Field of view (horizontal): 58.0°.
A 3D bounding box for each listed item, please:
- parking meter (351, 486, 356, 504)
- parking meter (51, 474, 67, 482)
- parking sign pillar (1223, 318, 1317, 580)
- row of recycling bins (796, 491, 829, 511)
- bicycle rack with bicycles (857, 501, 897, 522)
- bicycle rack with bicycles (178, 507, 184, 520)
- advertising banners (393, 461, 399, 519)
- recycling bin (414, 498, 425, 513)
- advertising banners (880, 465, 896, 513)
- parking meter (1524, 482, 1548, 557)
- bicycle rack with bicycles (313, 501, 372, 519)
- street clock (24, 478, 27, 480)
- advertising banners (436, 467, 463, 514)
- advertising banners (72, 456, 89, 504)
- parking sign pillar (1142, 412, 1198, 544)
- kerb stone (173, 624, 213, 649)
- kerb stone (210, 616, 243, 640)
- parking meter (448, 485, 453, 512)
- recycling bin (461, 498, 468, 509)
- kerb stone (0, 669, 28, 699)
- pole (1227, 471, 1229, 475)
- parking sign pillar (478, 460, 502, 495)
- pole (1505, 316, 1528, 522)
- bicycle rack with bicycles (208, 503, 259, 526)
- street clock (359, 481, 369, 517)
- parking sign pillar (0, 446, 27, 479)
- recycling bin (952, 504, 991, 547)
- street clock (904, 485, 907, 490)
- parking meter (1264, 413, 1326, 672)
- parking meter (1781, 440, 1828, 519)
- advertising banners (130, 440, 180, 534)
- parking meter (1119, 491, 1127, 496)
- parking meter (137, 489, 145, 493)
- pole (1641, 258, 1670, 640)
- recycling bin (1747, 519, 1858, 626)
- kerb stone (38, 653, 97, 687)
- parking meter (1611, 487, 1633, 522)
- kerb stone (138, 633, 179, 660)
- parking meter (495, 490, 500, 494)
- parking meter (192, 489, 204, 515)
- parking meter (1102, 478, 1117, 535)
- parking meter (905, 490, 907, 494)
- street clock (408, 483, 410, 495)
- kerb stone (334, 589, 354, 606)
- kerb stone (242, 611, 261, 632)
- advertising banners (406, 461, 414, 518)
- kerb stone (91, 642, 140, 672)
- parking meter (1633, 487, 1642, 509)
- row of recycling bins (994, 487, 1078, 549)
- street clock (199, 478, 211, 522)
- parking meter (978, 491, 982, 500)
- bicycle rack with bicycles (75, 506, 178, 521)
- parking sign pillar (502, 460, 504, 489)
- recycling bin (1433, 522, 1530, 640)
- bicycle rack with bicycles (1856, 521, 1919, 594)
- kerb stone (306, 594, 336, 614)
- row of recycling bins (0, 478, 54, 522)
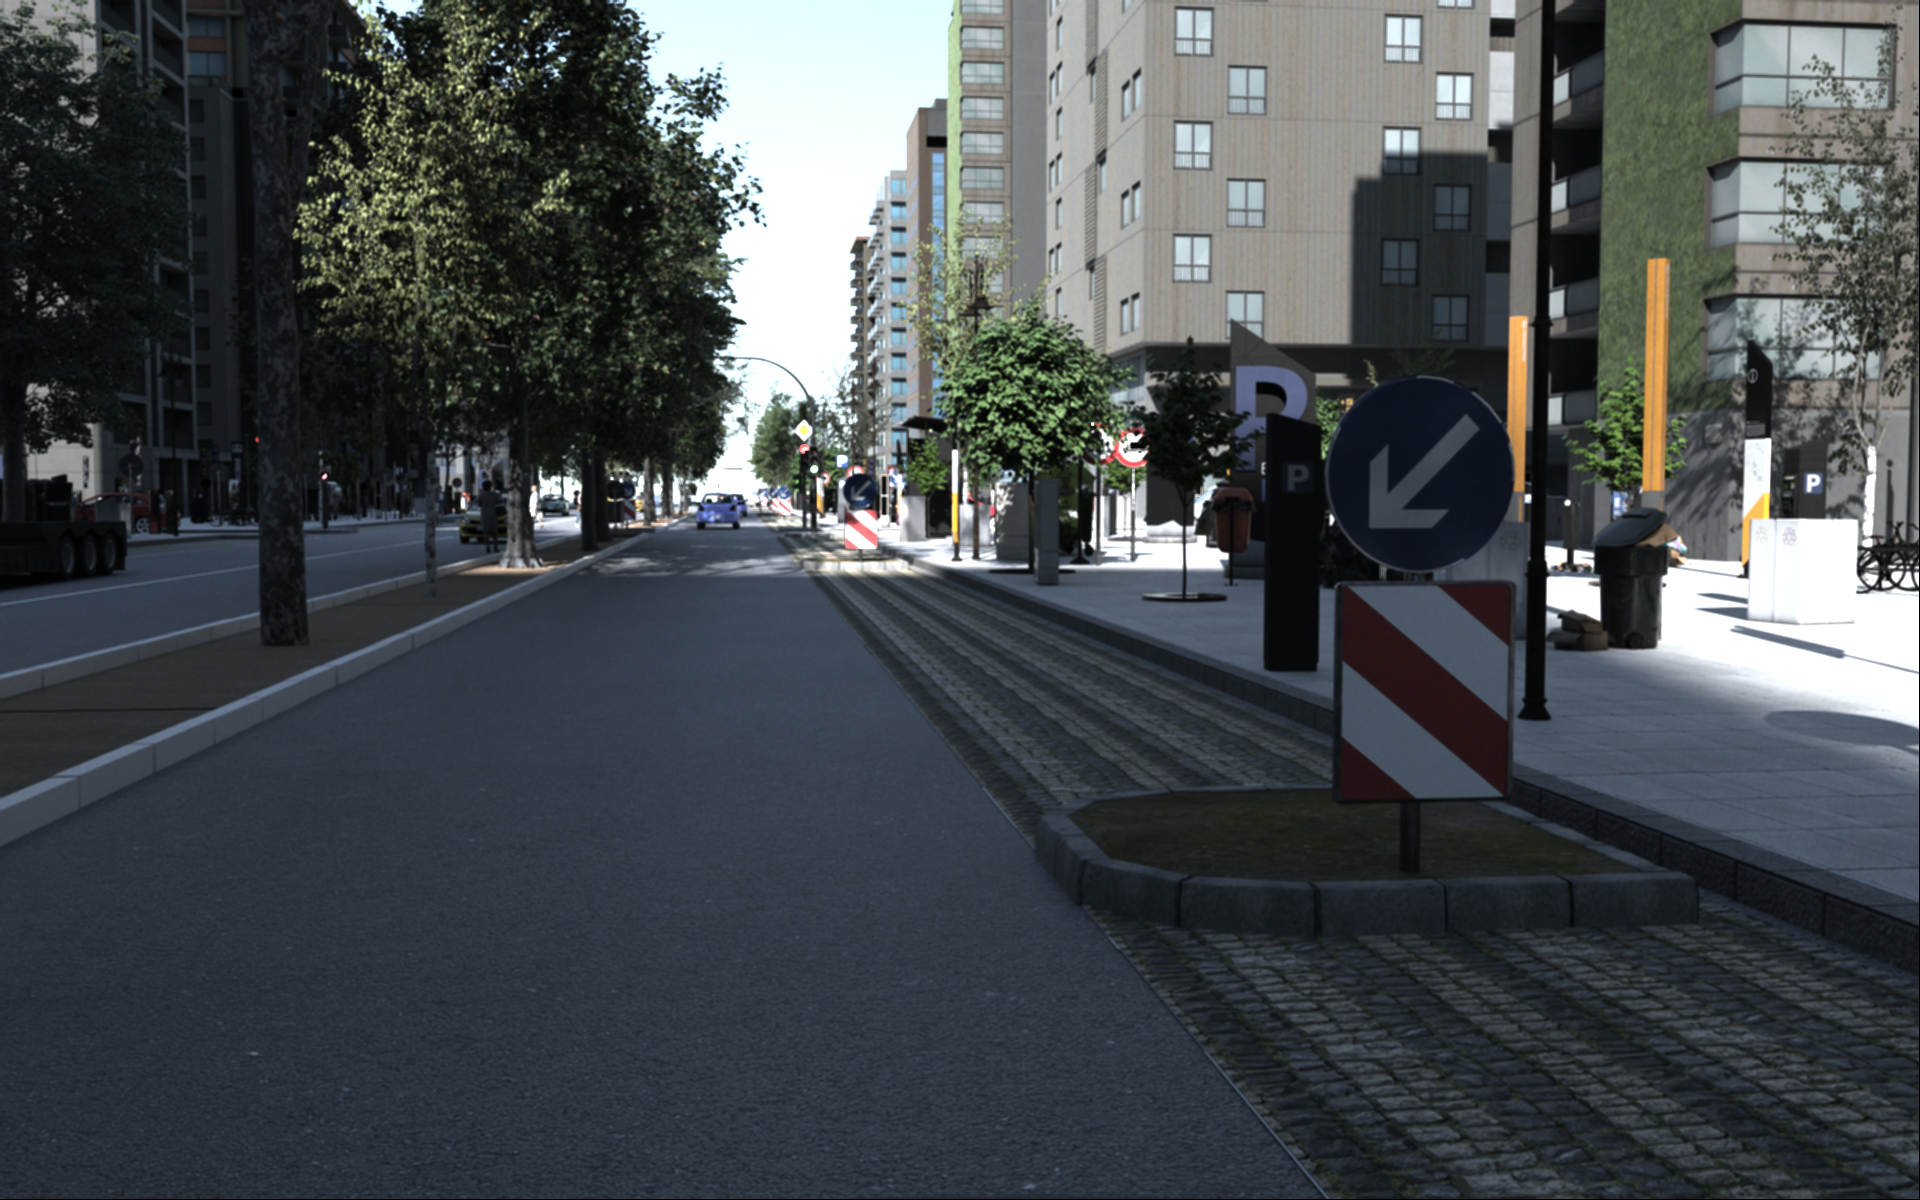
[{"bbox_3d":[-41.305,-6.877,118.142,0.399,1.863,0.255,3,5,40],"label":"parking meter"},{"bbox_3d":[-26.573,-2.777,51.122,0.255,1.863,0.399,2,4,30],"label":"parking meter"},{"bbox_3d":[4.773,-2.323,26.456,1.447,3.967,1.447,0,4,7],"label":"parking sign pillar"},{"bbox_3d":[-11.547,-7.846,135.389,3.534,1.692,1.069,3,5,43],"label":"row of recycling bins"},{"bbox_3d":[-3.726,-4.073,79.977,2.852,0.926,2.925,0,4,-2],"label":"bicycle rack with bicycles"},{"bbox_3d":[-39.945,-4.421,85.664,2.925,0.926,2.852,-2,4,-35],"label":"bicycle rack with bicycles"},{"bbox_3d":[-29.480,-5.755,90.288,0.090,3.025,2.074,-1,4,-16],"label":"advertising banners"},{"bbox_3d":[-36.147,-6.324,115.949,0.722,1.027,0.722,-1,4,-16],"label":"recycling bin"},{"bbox_3d":[-4.859,-6.622,104.455,2.074,3.025,0.090,-1,4,-12],"label":"advertising banners"},{"bbox_3d":[11.630,-1.639,35.206,0.372,1.533,0.369,0,3,0],"label":"parking meter"},{"bbox_3d":[-32.361,-4.771,91.384,2.925,0.926,2.852,3,5,41],"label":"bicycle rack with bicycles"},{"bbox_3d":[-41.934,-4.468,77.626,0.358,2.002,0.471,-2,4,-34],"label":"street clock"},{"bbox_3d":[-32.850,-7.018,110.930,2.074,3.025,0.090,-3,5,-43],"label":"advertising banners"},{"bbox_3d":[-40.710,-5.126,79.990,2.074,3.025,0.090,3,4,38],"label":"advertising banners"},{"bbox_3d":[5.492,-3.470,45.199,1.447,3.967,1.447,-3,5,-44],"label":"parking sign pillar"},{"bbox_3d":[-7.261,0.362,16.288,0.120,0.150,1.000,0,4,-7],"label":"kerb stone"},{"bbox_3d":[-7.391,0.299,17.304,0.120,0.150,1.000,0,4,-7],"label":"kerb stone"},{"bbox_3d":[-33.843,-6.679,114.908,0.255,1.863,0.399,0,4,1],"label":"parking meter"},{"bbox_3d":[-35.466,-6.764,123.146,0.722,1.027,0.722,0,4,4],"label":"recycling bin"},{"bbox_3d":[-6.746,0.610,12.228,0.120,0.150,1.000,0,4,-7],"label":"kerb stone"},{"bbox_3d":[11.712,-4.983,75.319,0.158,3.312,0.155,0,3,0],"label":"pole"},{"bbox_3d":[-36.618,-8.909,134.141,1.447,3.967,1.447,0,4,4],"label":"parking sign pillar"},{"bbox_3d":[6.415,-1.599,19.990,0.158,3.312,0.155,0,3,0],"label":"pole"},{"bbox_3d":[-28.523,-3.449,69.766,2.925,0.926,2.852,-1,4,-13],"label":"bicycle rack with bicycles"},{"bbox_3d":[-32.645,-5.524,94.894,0.471,2.002,0.358,1,4,19],"label":"street clock"},{"bbox_3d":[-46.609,-5.912,85.130,1.447,3.967,1.447,-1,4,-13],"label":"parking sign pillar"},{"bbox_3d":[0.276,-1.820,42.316,0.722,1.027,0.722,-2,4,-30],"label":"recycling bin"},{"bbox_3d":[-4.292,-8.227,139.089,0.358,2.002,0.471,2,4,29],"label":"street clock"},{"bbox_3d":[2.430,-0.420,12.583,0.399,1.863,0.255,0,4,-3],"label":"parking meter"},{"bbox_3d":[9.157,-0.802,18.817,0.399,1.863,0.255,-1,4,-11],"label":"parking meter"},{"bbox_3d":[-25.930,-3.642,55.732,2.074,3.025,0.090,2,4,24],"label":"advertising banners"},{"bbox_3d":[6.887,-3.948,72.959,0.372,1.533,0.369,0,3,0],"label":"parking meter"},{"bbox_3d":[-38.364,-4.447,81.118,0.372,1.533,0.369,0,3,0],"label":"parking meter"},{"bbox_3d":[6.063,-1.302,15.125,0.158,3.312,0.155,0,3,0],"label":"pole"},{"bbox_3d":[8.403,-0.290,17.288,0.722,1.027,0.722,-1,4,-20],"label":"recycling bin"},{"bbox_3d":[-6.871,0.548,13.243,0.120,0.150,1.000,0,4,-7],"label":"kerb stone"},{"bbox_3d":[12.324,-1.460,32.277,0.372,1.533,0.369,0,3,0],"label":"parking meter"},{"bbox_3d":[-7.133,0.427,15.273,0.120,0.150,1.000,0,4,-7],"label":"kerb stone"},{"bbox_3d":[-32.614,-6.956,122.136,0.372,1.533,0.369,0,3,0],"label":"parking meter"},{"bbox_3d":[-41.696,-5.271,94.588,0.372,1.533,0.369,0,3,0],"label":"parking meter"},{"bbox_3d":[4.660,-2.953,53.996,0.399,1.863,0.255,-1,4,-16],"label":"parking meter"},{"bbox_3d":[-2.855,-5.152,92.653,0.372,1.533,0.369,0,3,0],"label":"parking meter"},{"bbox_3d":[-36.321,-6.675,113.707,0.358,2.002,0.471,2,4,31],"label":"street clock"},{"bbox_3d":[-8.037,-0.008,22.391,0.120,0.150,1.000,0,4,-7],"label":"kerb stone"},{"bbox_3d":[-7.522,0.244,18.318,0.120,0.150,1.000,0,4,-7],"label":"kerb stone"},{"bbox_3d":[-29.453,-5.921,93.003,0.090,3.025,2.074,-1,4,-14],"label":"advertising banners"},{"bbox_3d":[-7.006,0.486,14.259,0.120,0.150,1.000,0,4,-7],"label":"kerb stone"},{"bbox_3d":[13.213,-1.696,33.446,0.399,1.863,0.255,2,4,23],"label":"parking meter"},{"bbox_3d":[1.817,-2.149,42.244,1.069,1.692,3.534,-2,4,-24],"label":"row of recycling bins"},{"bbox_3d":[-34.155,-4.517,78.431,0.471,2.002,0.358,-3,4,-37],"label":"street clock"},{"bbox_3d":[1.278,-6.616,116.589,0.372,1.533,0.369,0,3,0],"label":"parking meter"},{"bbox_3d":[-36.137,-3.757,74.811,2.852,0.926,2.925,2,4,26],"label":"bicycle rack with bicycles"},{"bbox_3d":[-36.669,-9.063,136.645,1.447,3.967,1.447,0,4,-6],"label":"parking sign pillar"},{"bbox_3d":[4.681,-0.185,15.587,0.722,1.027,0.722,0,4,6],"label":"recycling bin"},{"bbox_3d":[12.266,-0.544,22.275,2.852,0.926,2.925,-3,4,-38],"label":"bicycle rack with bicycles"},{"bbox_3d":[-7.911,0.050,21.374,0.120,0.150,1.000,0,4,-7],"label":"kerb stone"},{"bbox_3d":[-25.288,-2.430,46.840,1.069,1.692,3.534,0,4,-4],"label":"row of recycling bins"}]
